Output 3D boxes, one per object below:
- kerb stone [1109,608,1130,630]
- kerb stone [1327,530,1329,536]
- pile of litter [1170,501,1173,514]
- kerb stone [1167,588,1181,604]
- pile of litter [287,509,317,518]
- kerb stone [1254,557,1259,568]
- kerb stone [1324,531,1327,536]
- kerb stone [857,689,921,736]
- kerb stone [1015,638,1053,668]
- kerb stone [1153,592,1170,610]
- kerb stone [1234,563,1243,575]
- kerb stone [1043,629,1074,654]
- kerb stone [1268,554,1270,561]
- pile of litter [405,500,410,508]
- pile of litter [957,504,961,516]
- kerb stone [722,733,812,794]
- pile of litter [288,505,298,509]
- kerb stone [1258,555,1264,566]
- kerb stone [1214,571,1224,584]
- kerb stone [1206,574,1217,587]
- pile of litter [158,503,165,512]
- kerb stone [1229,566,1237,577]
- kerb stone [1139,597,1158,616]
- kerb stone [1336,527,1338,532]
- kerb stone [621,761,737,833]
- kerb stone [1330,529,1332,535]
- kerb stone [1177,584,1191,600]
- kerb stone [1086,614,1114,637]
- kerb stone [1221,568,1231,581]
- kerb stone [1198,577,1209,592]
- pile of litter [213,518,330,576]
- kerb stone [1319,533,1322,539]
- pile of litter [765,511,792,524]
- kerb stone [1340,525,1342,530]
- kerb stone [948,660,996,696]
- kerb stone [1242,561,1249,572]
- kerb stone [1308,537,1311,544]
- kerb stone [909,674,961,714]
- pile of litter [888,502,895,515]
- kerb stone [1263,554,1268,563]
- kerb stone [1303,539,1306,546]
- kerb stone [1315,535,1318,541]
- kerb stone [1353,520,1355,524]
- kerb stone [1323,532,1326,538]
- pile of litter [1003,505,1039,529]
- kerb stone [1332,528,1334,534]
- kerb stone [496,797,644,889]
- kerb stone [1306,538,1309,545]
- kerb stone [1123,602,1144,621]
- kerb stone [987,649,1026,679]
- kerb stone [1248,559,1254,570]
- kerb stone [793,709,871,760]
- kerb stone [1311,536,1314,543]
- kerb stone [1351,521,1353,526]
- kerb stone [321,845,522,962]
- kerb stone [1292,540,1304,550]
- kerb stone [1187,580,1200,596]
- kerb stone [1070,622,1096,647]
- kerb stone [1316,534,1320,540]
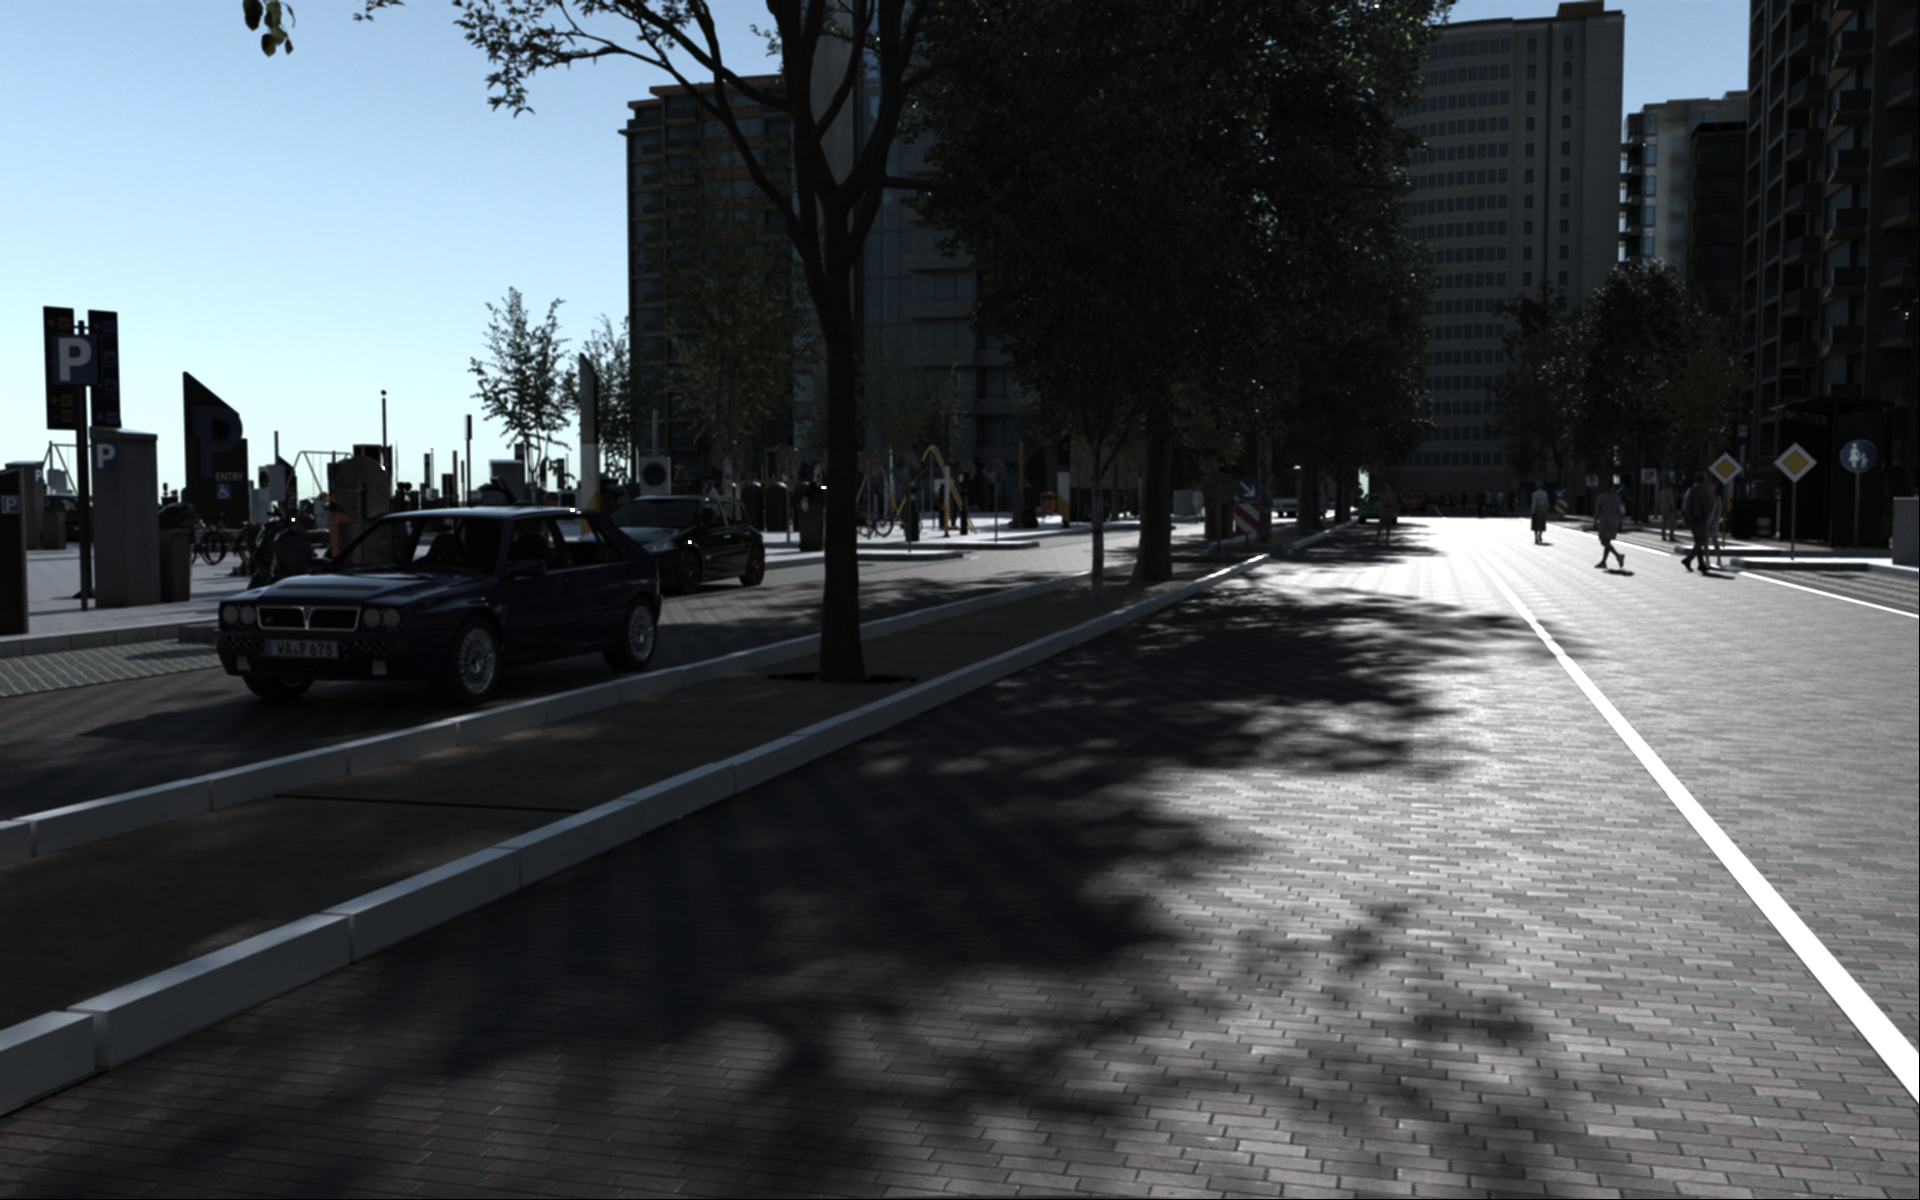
[{"bbox_3d":[1.666,0.219,18.658,0.120,0.150,1.000,1,4,15],"label":"kerb stone"},{"bbox_3d":[12.128,-2.175,57.788,0.120,0.150,1.000,1,4,15],"label":"kerb stone"},{"bbox_3d":[13.612,-5.991,111.913,1.719,0.858,1.176,2,4,32],"label":"pile of litter"},{"bbox_3d":[2.720,-0.021,22.614,0.120,0.150,1.000,1,4,15],"label":"kerb stone"},{"bbox_3d":[-15.443,-1.656,41.041,1.719,0.858,1.176,0,4,5],"label":"pile of litter"},{"bbox_3d":[5.638,-0.692,33.512,0.120,0.150,1.000,1,4,15],"label":"kerb stone"},{"bbox_3d":[11.863,-2.112,56.796,0.120,0.150,1.000,1,4,15],"label":"kerb stone"},{"bbox_3d":[-0.454,0.701,10.737,0.120,0.150,1.000,1,4,15],"label":"kerb stone"},{"bbox_3d":[0.603,0.459,14.693,0.120,0.150,1.000,1,4,15],"label":"kerb stone"},{"bbox_3d":[2.458,0.037,21.626,0.120,0.150,1.000,1,4,15],"label":"kerb stone"},{"bbox_3d":[4.835,-0.510,30.538,0.120,0.150,1.000,1,4,15],"label":"kerb stone"},{"bbox_3d":[0.857,0.398,15.695,0.120,0.150,1.000,1,4,15],"label":"kerb stone"},{"bbox_3d":[6.430,-0.869,36.488,0.120,0.150,1.000,1,4,15],"label":"kerb stone"},{"bbox_3d":[-41.126,-6.987,128.207,1.719,0.858,1.176,-3,5,-42],"label":"pile of litter"},{"bbox_3d":[-0.084,-5.518,104.183,1.176,0.858,1.719,3,4,36],"label":"pile of litter"},{"bbox_3d":[-0.991,0.830,8.756,0.120,0.150,1.000,1,4,15],"label":"kerb stone"},{"bbox_3d":[-26.598,-3.327,68.354,1.176,0.858,1.719,-1,4,-10],"label":"pile of litter"},{"bbox_3d":[5.909,-0.749,34.498,0.120,0.150,1.000,1,4,15],"label":"kerb stone"},{"bbox_3d":[4.050,-0.325,27.568,0.120,0.150,1.000,1,4,15],"label":"kerb stone"},{"bbox_3d":[3.781,-0.265,26.582,0.120,0.150,1.000,1,4,15],"label":"kerb stone"},{"bbox_3d":[-37.115,-4.093,80.880,1.176,0.858,1.719,-3,5,-42],"label":"pile of litter"},{"bbox_3d":[4.572,-0.448,29.545,0.120,0.150,1.000,1,4,15],"label":"kerb stone"},{"bbox_3d":[2.193,0.095,20.637,0.120,0.150,1.000,1,4,15],"label":"kerb stone"},{"bbox_3d":[13.718,-2.540,63.731,0.120,0.150,1.000,1,4,15],"label":"kerb stone"},{"bbox_3d":[-1.261,0.882,7.770,0.120,0.150,1.000,1,4,15],"label":"kerb stone"},{"bbox_3d":[12.660,-2.297,59.766,0.120,0.150,1.000,1,4,15],"label":"kerb stone"},{"bbox_3d":[2.991,-0.086,23.604,0.120,0.150,1.000,1,4,15],"label":"kerb stone"},{"bbox_3d":[1.397,0.277,17.672,0.120,0.150,1.000,1,4,15],"label":"kerb stone"},{"bbox_3d":[4.315,-0.381,28.556,0.120,0.150,1.000,1,4,15],"label":"kerb stone"},{"bbox_3d":[3.523,-0.208,25.593,0.120,0.150,1.000,1,4,15],"label":"kerb stone"},{"bbox_3d":[-10.967,-0.825,27.458,1.719,0.858,1.176,2,4,25],"label":"pile of litter"},{"bbox_3d":[11.067,-1.928,53.826,0.120,0.150,1.000,1,4,15],"label":"kerb stone"},{"bbox_3d":[-7.959,-3.666,73.911,1.719,0.858,1.176,-1,4,-13],"label":"pile of litter"},{"bbox_3d":[14.511,-2.716,66.700,0.120,0.150,1.000,1,4,15],"label":"kerb stone"},{"bbox_3d":[0.068,0.580,12.714,0.120,0.150,1.000,1,4,15],"label":"kerb stone"},{"bbox_3d":[5.101,-0.571,31.530,0.120,0.150,1.000,1,4,15],"label":"kerb stone"},{"bbox_3d":[9.737,-1.632,48.879,0.120,0.150,1.000,1,4,15],"label":"kerb stone"},{"bbox_3d":[-0.198,0.642,11.727,0.120,0.150,1.000,1,4,15],"label":"kerb stone"},{"bbox_3d":[-3.948,-5.519,104.194,1.176,0.858,1.719,-3,5,-43],"label":"pile of litter"},{"bbox_3d":[6.160,-0.811,35.491,0.120,0.150,1.000,1,4,15],"label":"kerb stone"},{"bbox_3d":[9.212,-1.505,46.902,0.120,0.150,1.000,1,4,15],"label":"kerb stone"},{"bbox_3d":[10.543,-1.813,51.838,0.120,0.150,1.000,1,4,15],"label":"kerb stone"},{"bbox_3d":[17.709,-3.450,78.604,0.120,0.150,1.000,1,4,15],"label":"kerb stone"},{"bbox_3d":[11.606,-2.055,55.798,0.120,0.150,1.000,1,4,15],"label":"kerb stone"},{"bbox_3d":[2.269,-3.120,64.985,1.719,0.858,1.176,-3,4,-39],"label":"pile of litter"},{"bbox_3d":[12.929,-2.358,60.755,0.120,0.150,1.000,1,4,15],"label":"kerb stone"},{"bbox_3d":[-1.518,0.943,6.779,0.120,0.150,1.000,1,4,15],"label":"kerb stone"},{"bbox_3d":[9.479,-1.572,47.890,0.120,0.150,1.000,1,4,15],"label":"kerb stone"},{"bbox_3d":[1.918,0.156,19.651,0.120,0.150,1.000,1,4,15],"label":"kerb stone"},{"bbox_3d":[0.331,0.524,13.708,0.120,0.150,1.000,1,4,15],"label":"kerb stone"},{"bbox_3d":[5.372,-0.632,32.521,0.120,0.150,1.000,1,4,15],"label":"kerb stone"},{"bbox_3d":[-0.726,0.763,9.752,0.120,0.150,1.000,1,4,15],"label":"kerb stone"},{"bbox_3d":[10.016,-1.692,49.863,0.120,0.150,1.000,1,4,15],"label":"kerb stone"},{"bbox_3d":[17.179,-3.329,76.629,0.120,0.150,1.000,1,4,15],"label":"kerb stone"},{"bbox_3d":[-1.780,1.004,5.791,0.120,0.150,1.000,1,4,15],"label":"kerb stone"},{"bbox_3d":[8.953,-1.451,45.912,0.120,0.150,1.000,1,4,15],"label":"kerb stone"},{"bbox_3d":[3.248,-0.147,24.602,0.120,0.150,1.000,1,4,15],"label":"kerb stone"},{"bbox_3d":[1.135,0.344,16.682,0.120,0.150,1.000,1,4,15],"label":"kerb stone"},{"bbox_3d":[10.803,-1.872,52.833,0.120,0.150,1.000,1,4,15],"label":"kerb stone"}]
